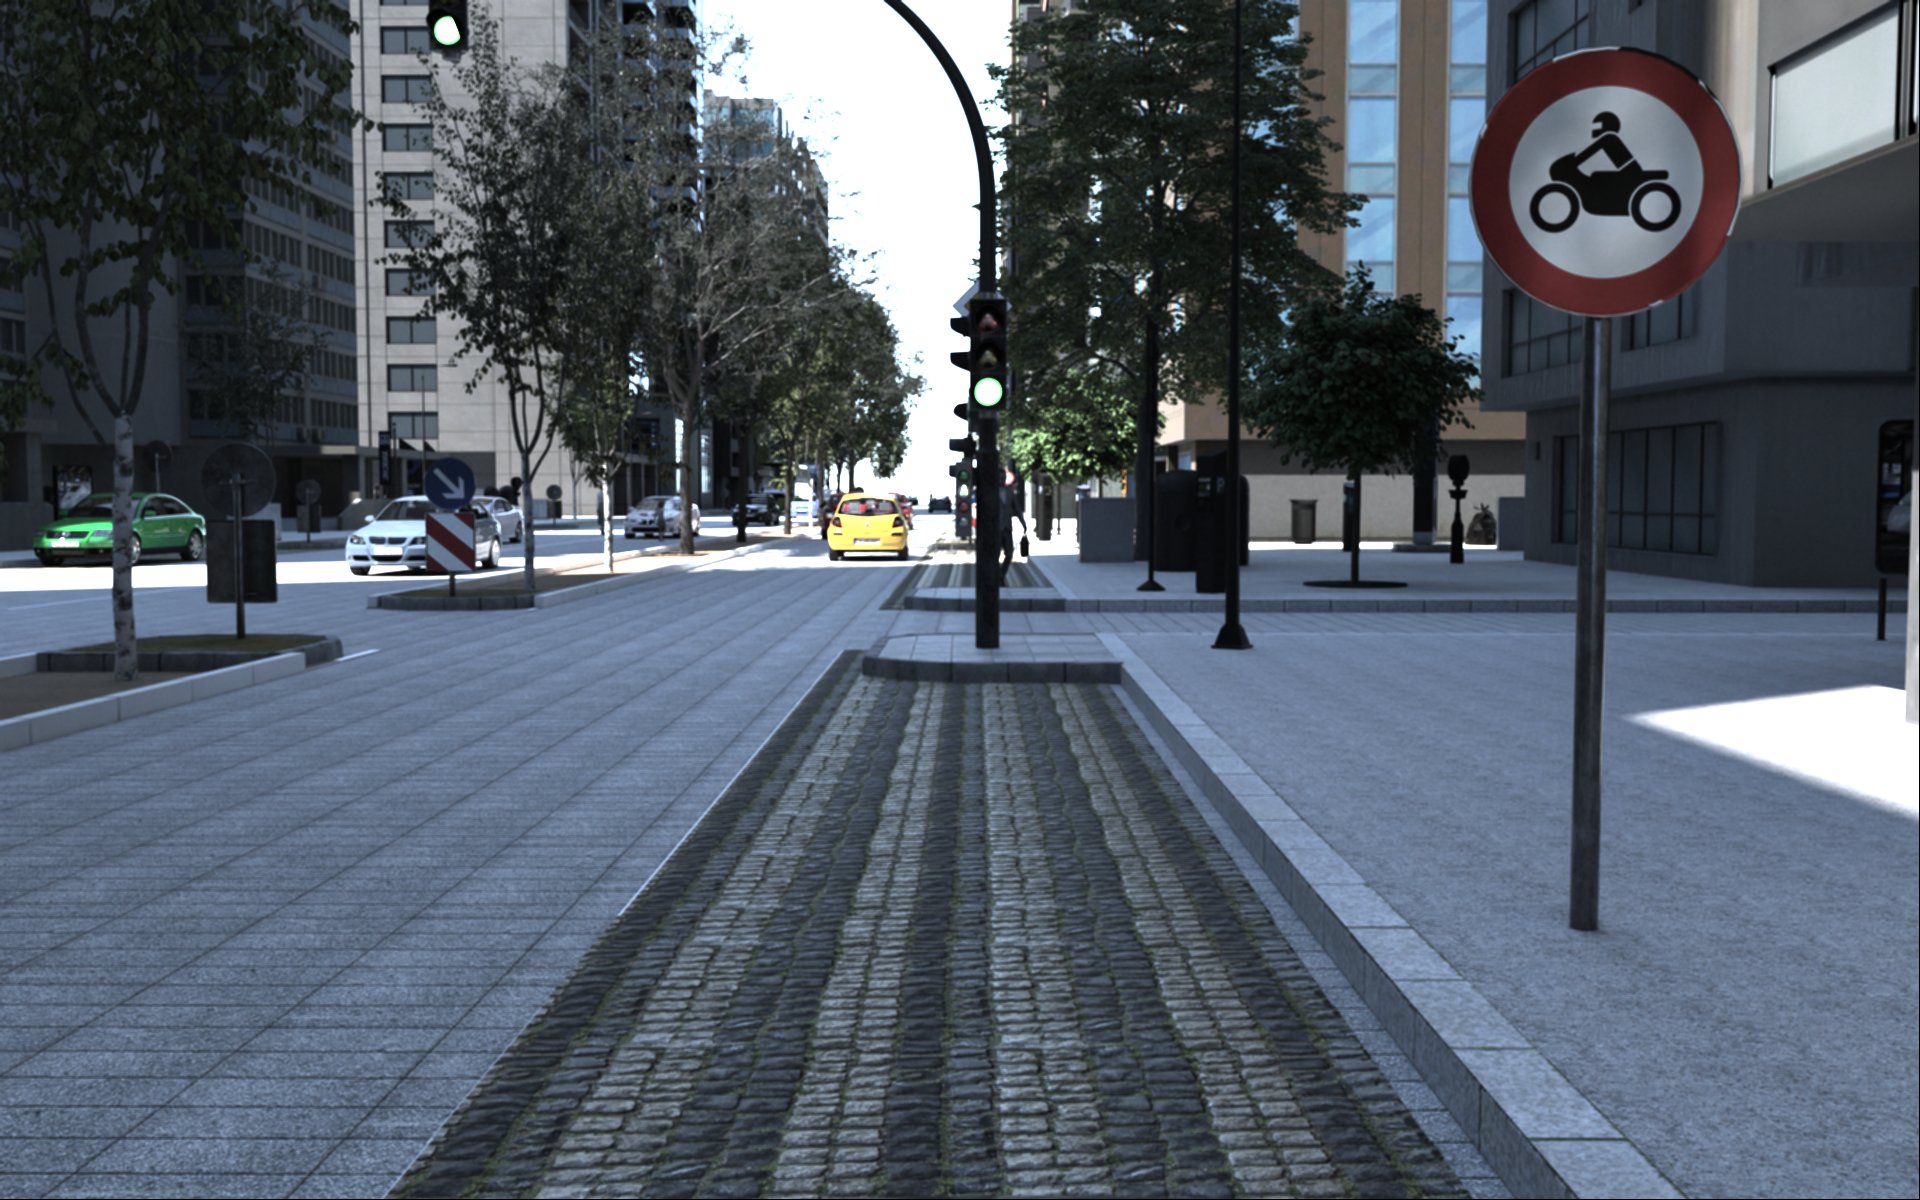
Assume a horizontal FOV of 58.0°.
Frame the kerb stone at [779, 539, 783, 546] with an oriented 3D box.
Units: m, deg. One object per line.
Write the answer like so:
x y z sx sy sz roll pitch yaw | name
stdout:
-5.071 -1.571 47.876 0.120 0.150 1.000 0 4 0 | kerb stone

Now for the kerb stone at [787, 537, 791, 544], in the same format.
-5.054 -1.696 49.930 0.120 0.150 1.000 0 4 0 | kerb stone

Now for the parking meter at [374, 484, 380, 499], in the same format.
-32.801 -5.610 97.433 0.255 1.863 0.399 -2 4 -29 | parking meter

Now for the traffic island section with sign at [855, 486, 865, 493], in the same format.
-5.720 -5.456 97.344 2.006 1.907 1.989 0 4 0 | traffic island section with sign

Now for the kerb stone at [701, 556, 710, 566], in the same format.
-5.177 -0.754 34.540 0.120 0.150 1.000 0 4 0 | kerb stone

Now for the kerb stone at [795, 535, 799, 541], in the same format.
-5.033 -1.822 51.983 0.120 0.150 1.000 0 4 0 | kerb stone

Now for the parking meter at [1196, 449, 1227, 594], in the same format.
3.255 -1.023 22.440 0.255 1.863 0.399 3 5 41 | parking meter

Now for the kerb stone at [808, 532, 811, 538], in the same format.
-5.004 -2.073 56.081 0.120 0.150 1.000 0 4 0 | kerb stone

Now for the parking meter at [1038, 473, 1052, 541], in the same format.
2.321 -2.544 47.301 0.255 1.863 0.399 -2 4 -23 | parking meter

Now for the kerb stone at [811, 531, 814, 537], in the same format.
-4.996 -2.135 57.107 0.120 0.150 1.000 0 4 0 | kerb stone

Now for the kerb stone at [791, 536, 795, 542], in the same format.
-5.049 -1.756 50.954 0.120 0.150 1.000 0 4 0 | kerb stone

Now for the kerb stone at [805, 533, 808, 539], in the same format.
-5.011 -2.010 55.056 0.120 0.150 1.000 0 4 0 | kerb stone

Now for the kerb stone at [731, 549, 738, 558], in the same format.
-5.143 -1.006 38.647 0.120 0.150 1.000 0 4 0 | kerb stone

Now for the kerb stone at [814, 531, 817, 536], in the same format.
-4.985 -2.198 58.136 0.120 0.150 1.000 0 4 0 | kerb stone

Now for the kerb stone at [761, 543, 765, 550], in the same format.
-5.105 -1.320 43.772 0.120 0.150 1.000 0 4 0 | kerb stone

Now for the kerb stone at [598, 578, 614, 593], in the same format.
-5.258 -0.192 25.328 0.120 0.150 1.000 0 4 0 | kerb stone

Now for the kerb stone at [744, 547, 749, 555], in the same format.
-5.136 -1.131 40.701 0.120 0.150 1.000 0 4 0 | kerb stone

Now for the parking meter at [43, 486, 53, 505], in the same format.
-28.518 -2.805 54.276 0.372 1.533 0.369 0 3 0 | parking meter

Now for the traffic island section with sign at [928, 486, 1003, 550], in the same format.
0.170 -2.208 44.735 1.989 1.847 2.006 0 4 0 | traffic island section with sign

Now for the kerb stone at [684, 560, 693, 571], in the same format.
-5.196 -0.629 32.487 0.120 0.150 1.000 0 4 0 | kerb stone

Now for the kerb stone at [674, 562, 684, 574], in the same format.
-5.204 -0.567 31.464 0.120 0.150 1.000 0 4 0 | kerb stone

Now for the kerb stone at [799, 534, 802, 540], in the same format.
-5.030 -1.882 53.005 0.120 0.150 1.000 0 4 0 | kerb stone

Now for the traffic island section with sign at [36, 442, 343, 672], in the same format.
-6.412 -0.408 14.801 2.006 1.907 1.989 0 4 0 | traffic island section with sign

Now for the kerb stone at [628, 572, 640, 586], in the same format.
-5.247 -0.315 27.372 0.120 0.150 1.000 0 4 0 | kerb stone

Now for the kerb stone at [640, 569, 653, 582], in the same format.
-5.236 -0.379 28.394 0.120 0.150 1.000 0 4 0 | kerb stone

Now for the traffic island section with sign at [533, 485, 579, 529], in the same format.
-17.008 -3.894 72.296 1.989 1.847 2.006 0 4 0 | traffic island section with sign

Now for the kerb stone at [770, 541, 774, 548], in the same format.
-5.094 -1.445 45.824 0.120 0.150 1.000 0 4 0 | kerb stone

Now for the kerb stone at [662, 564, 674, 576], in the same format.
-5.213 -0.504 30.437 0.120 0.150 1.000 0 4 0 | kerb stone

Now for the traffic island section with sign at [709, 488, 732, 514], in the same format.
-16.611 -6.940 122.102 1.989 1.847 2.006 0 4 0 | traffic island section with sign

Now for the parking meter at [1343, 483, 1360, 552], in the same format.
8.741 -1.850 38.655 0.372 1.533 0.369 0 3 0 | parking meter

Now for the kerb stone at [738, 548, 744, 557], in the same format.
-5.138 -1.068 39.671 0.120 0.150 1.000 0 4 0 | kerb stone

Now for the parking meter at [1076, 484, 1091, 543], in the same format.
3.224 -2.254 45.271 0.372 1.533 0.369 0 3 0 | parking meter

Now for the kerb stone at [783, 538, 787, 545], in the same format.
-5.059 -1.628 48.909 0.120 0.150 1.000 0 4 0 | kerb stone

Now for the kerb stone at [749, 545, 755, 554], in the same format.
-5.122 -1.188 41.723 0.120 0.150 1.000 0 4 0 | kerb stone

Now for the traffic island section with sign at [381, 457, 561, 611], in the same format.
-6.341 -0.861 22.208 2.006 1.907 1.989 0 4 0 | traffic island section with sign

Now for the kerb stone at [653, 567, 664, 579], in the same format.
-5.224 -0.438 29.416 0.120 0.150 1.000 0 4 0 | kerb stone

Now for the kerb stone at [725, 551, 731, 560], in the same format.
-5.153 -0.941 37.617 0.120 0.150 1.000 0 4 0 | kerb stone

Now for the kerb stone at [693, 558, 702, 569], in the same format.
-5.188 -0.687 33.510 0.120 0.150 1.000 0 4 0 | kerb stone

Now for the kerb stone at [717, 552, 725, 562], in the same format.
-5.160 -0.877 36.590 0.120 0.150 1.000 0 4 0 | kerb stone

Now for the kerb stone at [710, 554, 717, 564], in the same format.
-5.172 -0.817 35.561 0.120 0.150 1.000 0 4 0 | kerb stone

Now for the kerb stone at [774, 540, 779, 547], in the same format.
-5.076 -1.508 46.850 0.120 0.150 1.000 0 4 0 | kerb stone

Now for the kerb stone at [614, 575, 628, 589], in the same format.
-5.253 -0.254 26.350 0.120 0.150 1.000 0 4 0 | kerb stone

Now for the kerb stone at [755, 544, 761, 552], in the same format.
-5.108 -1.255 42.748 0.120 0.150 1.000 0 4 0 | kerb stone

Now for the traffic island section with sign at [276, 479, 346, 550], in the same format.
-17.242 -2.246 45.342 1.989 1.847 2.006 0 4 0 | traffic island section with sign

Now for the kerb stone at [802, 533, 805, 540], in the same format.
-5.009 -1.942 54.034 0.120 0.150 1.000 0 4 0 | kerb stone

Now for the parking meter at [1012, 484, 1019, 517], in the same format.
3.081 -5.524 96.035 0.255 1.863 0.399 2 4 25 | parking meter

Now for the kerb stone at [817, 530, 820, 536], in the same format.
-4.976 -2.261 59.158 0.120 0.150 1.000 0 4 0 | kerb stone

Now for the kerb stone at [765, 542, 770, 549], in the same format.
-5.098 -1.382 44.794 0.120 0.150 1.000 0 4 0 | kerb stone
